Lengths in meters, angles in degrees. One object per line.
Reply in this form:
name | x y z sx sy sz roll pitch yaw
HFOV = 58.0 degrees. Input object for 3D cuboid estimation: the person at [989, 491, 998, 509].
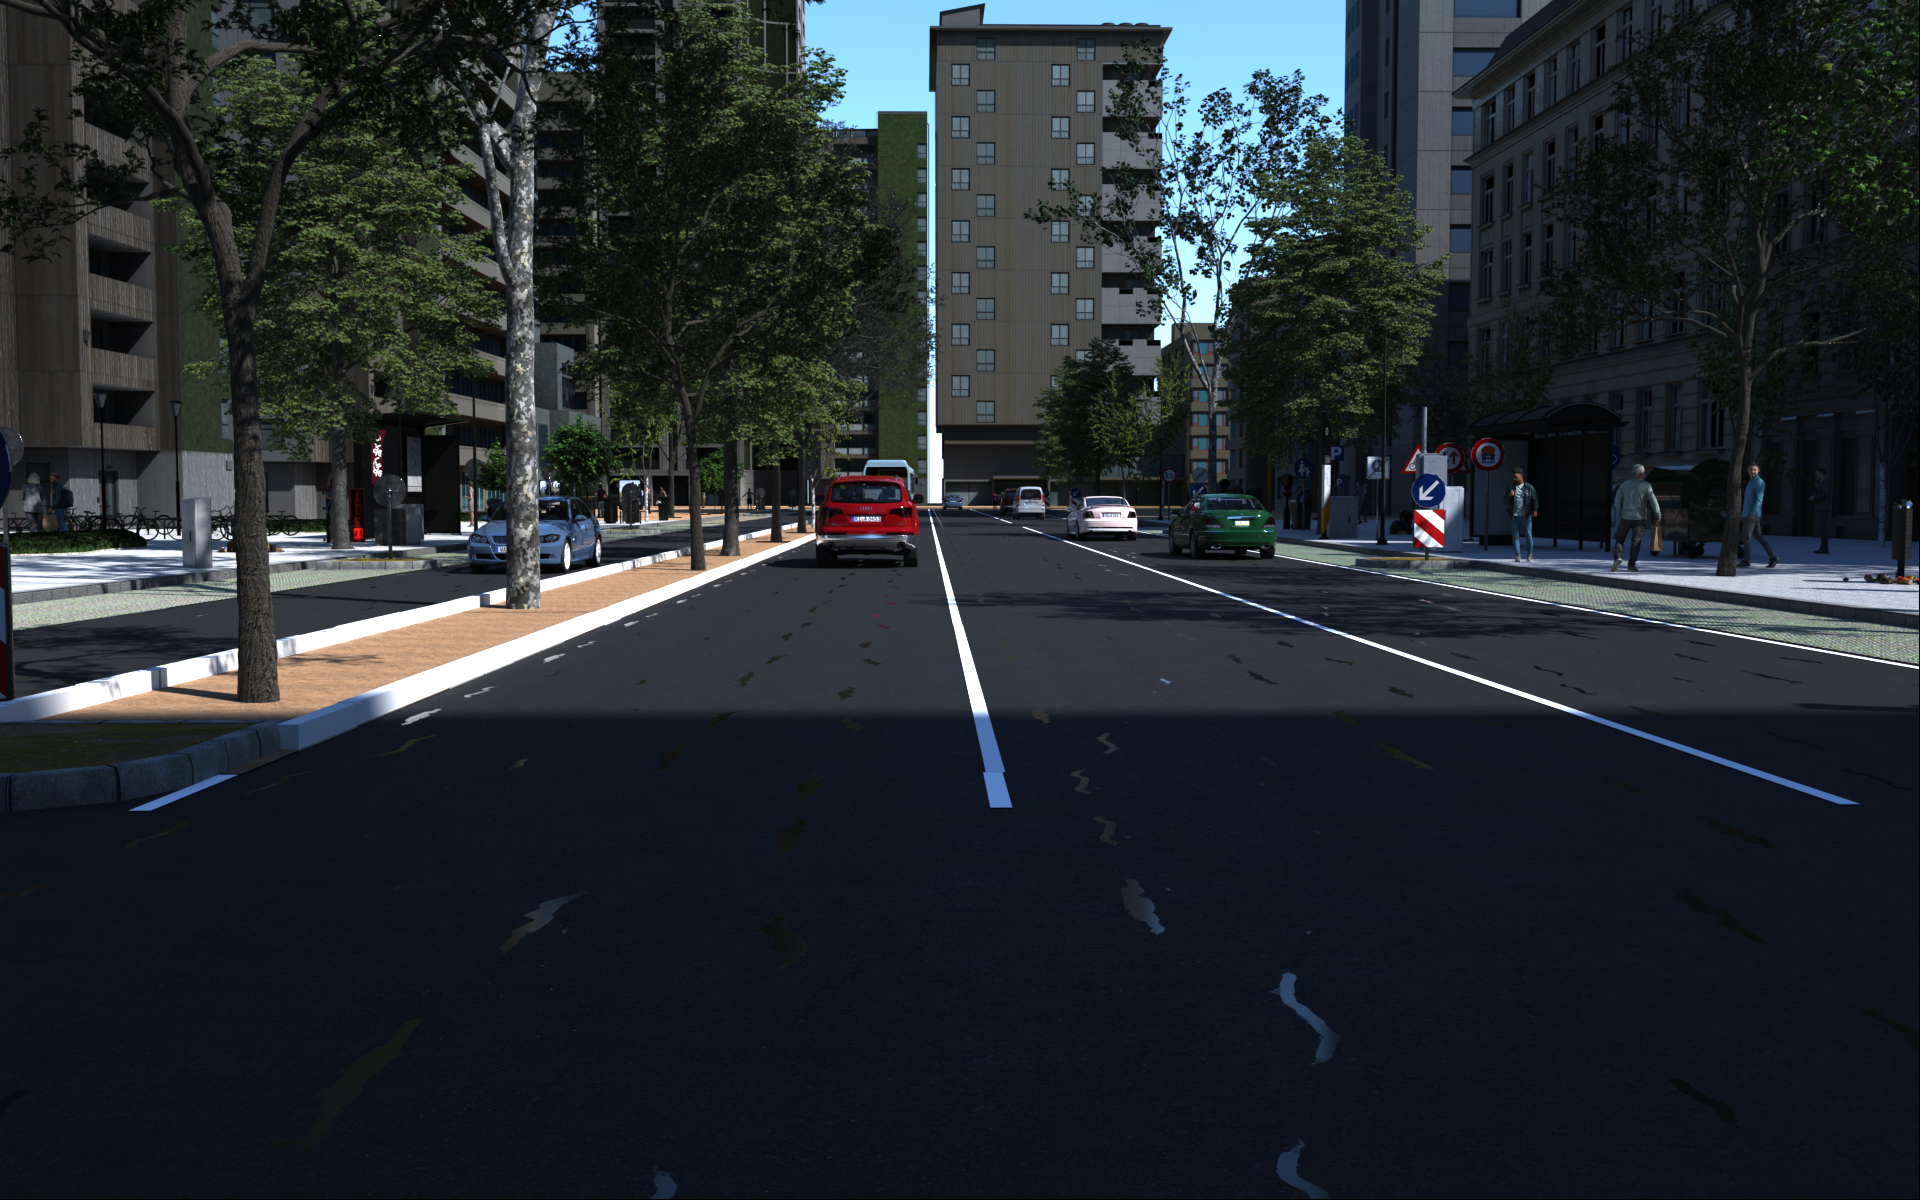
person | 3.193 -9.318 161.525 1.217 1.739 0.721 3 5 40

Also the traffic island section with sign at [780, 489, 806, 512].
traffic island section with sign | -13.281 -7.897 137.746 1.989 1.847 2.006 0 4 -1

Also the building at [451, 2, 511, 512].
building | -40.363 -29.597 107.620 21.300 48.544 21.600 0 4 -1

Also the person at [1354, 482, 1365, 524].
person | 16.832 -4.114 73.410 0.767 1.812 0.694 -2 4 -27

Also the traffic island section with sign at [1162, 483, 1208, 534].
traffic island section with sign | 8.285 -3.256 61.870 1.989 1.847 2.006 0 4 -1

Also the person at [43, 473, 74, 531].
person | -23.082 -2.339 44.269 0.713 1.824 0.794 0 4 -7

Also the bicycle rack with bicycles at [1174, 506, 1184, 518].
bicycle rack with bicycles | 11.023 -3.762 74.896 2.852 0.926 2.925 -2 4 -30

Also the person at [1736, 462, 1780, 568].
person | 13.831 -1.476 30.043 0.748 1.841 0.638 2 4 25

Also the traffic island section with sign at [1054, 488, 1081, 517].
traffic island section with sign | 7.282 -6.281 111.327 1.989 1.847 2.006 0 4 -1

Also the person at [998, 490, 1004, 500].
person | 3.939 -9.258 159.878 0.705 1.823 1.348 -3 5 -43

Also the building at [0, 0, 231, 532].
building | -35.767 -17.701 61.115 14.160 30.474 14.107 0 4 -1

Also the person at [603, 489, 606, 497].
person | -31.524 -8.937 152.877 0.721 1.743 1.217 0 4 -6

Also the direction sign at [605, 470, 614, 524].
direction sign | -15.233 -5.082 75.093 0.379 3.537 0.876 0 4 -5

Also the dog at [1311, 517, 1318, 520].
dog | 17.509 -4.103 84.823 0.748 0.427 0.550 3 5 44

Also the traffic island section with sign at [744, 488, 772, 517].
traffic island section with sign | -12.739 -6.249 110.796 1.989 1.847 2.006 0 4 -1

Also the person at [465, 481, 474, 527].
person | -19.159 -3.751 67.721 0.374 1.781 0.599 0 4 -4

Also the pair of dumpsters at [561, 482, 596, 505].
pair of dumpsters | -18.476 -4.881 82.304 1.574 2.255 4.437 0 4 -1

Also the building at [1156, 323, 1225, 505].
building | 38.529 -21.506 196.667 28.899 21.520 27.650 0 4 -1

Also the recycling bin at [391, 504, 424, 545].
recycling bin | -13.999 -1.916 43.874 0.722 1.027 0.722 -1 4 -9

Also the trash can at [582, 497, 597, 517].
trash can | -16.925 -4.115 78.937 0.748 1.137 0.748 0 3 0

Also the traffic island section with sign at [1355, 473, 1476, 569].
traffic island section with sign | 8.857 -1.549 33.953 1.989 1.847 2.006 0 4 -1

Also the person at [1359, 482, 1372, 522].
person | 18.321 -4.444 78.662 0.622 1.834 0.822 -1 4 -10

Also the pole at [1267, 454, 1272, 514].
pole | 14.945 -5.495 83.691 0.158 3.312 0.155 0 3 0

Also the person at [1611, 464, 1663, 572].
person | 11.148 -1.340 28.435 0.782 1.767 0.515 2 4 34

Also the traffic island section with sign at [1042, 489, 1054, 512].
traffic island section with sign | 6.703 -7.976 139.031 1.989 1.847 2.006 0 4 -1

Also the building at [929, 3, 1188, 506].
building | 10.300 -37.112 196.020 27.495 52.752 28.713 0 4 -1

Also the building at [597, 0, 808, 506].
building | -27.845 -45.998 190.311 20.611 71.187 20.563 0 4 -1

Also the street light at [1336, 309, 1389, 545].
street light | 10.121 -4.344 43.558 1.470 5.913 1.316 0 4 -1

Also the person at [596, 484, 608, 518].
person | -19.174 -5.273 92.274 0.705 1.822 1.348 3 4 37

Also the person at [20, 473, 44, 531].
person | -22.480 -2.184 41.941 0.537 1.800 0.526 -3 5 -40

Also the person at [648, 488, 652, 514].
person | -20.374 -6.517 113.399 0.445 1.727 0.742 -1 4 -14

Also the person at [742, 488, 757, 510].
person | -16.439 -7.857 135.284 1.217 1.735 0.721 0 4 -5

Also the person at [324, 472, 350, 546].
person | -15.497 -2.263 43.020 0.573 1.828 0.580 0 4 3

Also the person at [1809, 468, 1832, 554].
person | 18.605 -1.935 37.482 0.447 1.846 0.655 2 4 24

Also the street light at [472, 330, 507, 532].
street light | -13.187 -4.674 48.958 1.470 5.913 1.316 0 4 -1

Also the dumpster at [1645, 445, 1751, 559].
dumpster | 14.888 -1.988 34.997 1.502 2.255 1.985 0 4 -1

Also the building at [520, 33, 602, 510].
building | -45.490 -50.119 132.124 31.000 86.520 22.319 0 4 -1

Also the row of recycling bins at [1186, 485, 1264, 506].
row of recycling bins | 12.268 -4.475 80.285 3.534 1.692 1.069 0 4 3

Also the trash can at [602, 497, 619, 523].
trash can | -15.407 -3.961 76.419 0.748 1.137 0.748 0 3 0

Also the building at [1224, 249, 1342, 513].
building | 36.817 -17.595 132.714 27.650 21.520 28.899 0 4 -1

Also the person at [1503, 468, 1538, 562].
person | 10.626 -1.618 32.845 0.623 1.781 0.721 1 4 14

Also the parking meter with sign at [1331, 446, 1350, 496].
parking meter with sign | 13.974 -4.099 63.272 0.543 3.016 1.738 2 4 29

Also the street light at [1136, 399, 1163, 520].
street light | 9.253 -6.842 84.405 1.470 5.913 1.316 0 4 -1

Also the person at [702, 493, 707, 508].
person | -23.665 -9.424 160.126 0.705 1.824 1.348 0 4 2

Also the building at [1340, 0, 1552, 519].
building | 33.838 -34.313 103.016 21.231 58.520 28.212 0 4 -1

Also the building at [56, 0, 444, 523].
building | -36.076 -19.494 90.425 14.160 30.474 14.107 0 4 -1

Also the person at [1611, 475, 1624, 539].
person | 19.062 -2.704 50.129 0.514 1.842 0.818 3 5 43

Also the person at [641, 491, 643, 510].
person | -25.677 -8.119 138.659 0.599 1.838 0.709 1 4 11

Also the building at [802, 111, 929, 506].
building | -10.394 -30.871 188.330 14.086 41.232 14.154 0 4 -1

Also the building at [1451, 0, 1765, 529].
building | 32.255 -14.477 69.990 16.112 22.955 30.059 0 4 -1

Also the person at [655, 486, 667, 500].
person | -19.994 -6.731 116.106 0.705 1.823 1.348 -3 5 -39

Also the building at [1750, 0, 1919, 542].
building | 29.986 -12.032 45.880 9.793 20.994 18.267 0 4 -1

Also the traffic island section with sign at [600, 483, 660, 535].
traffic island section with sign | -11.743 -3.244 61.670 1.989 1.847 2.006 0 4 -1

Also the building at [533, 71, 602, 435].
building | -48.958 -34.709 191.200 21.600 48.544 21.300 0 4 -1
